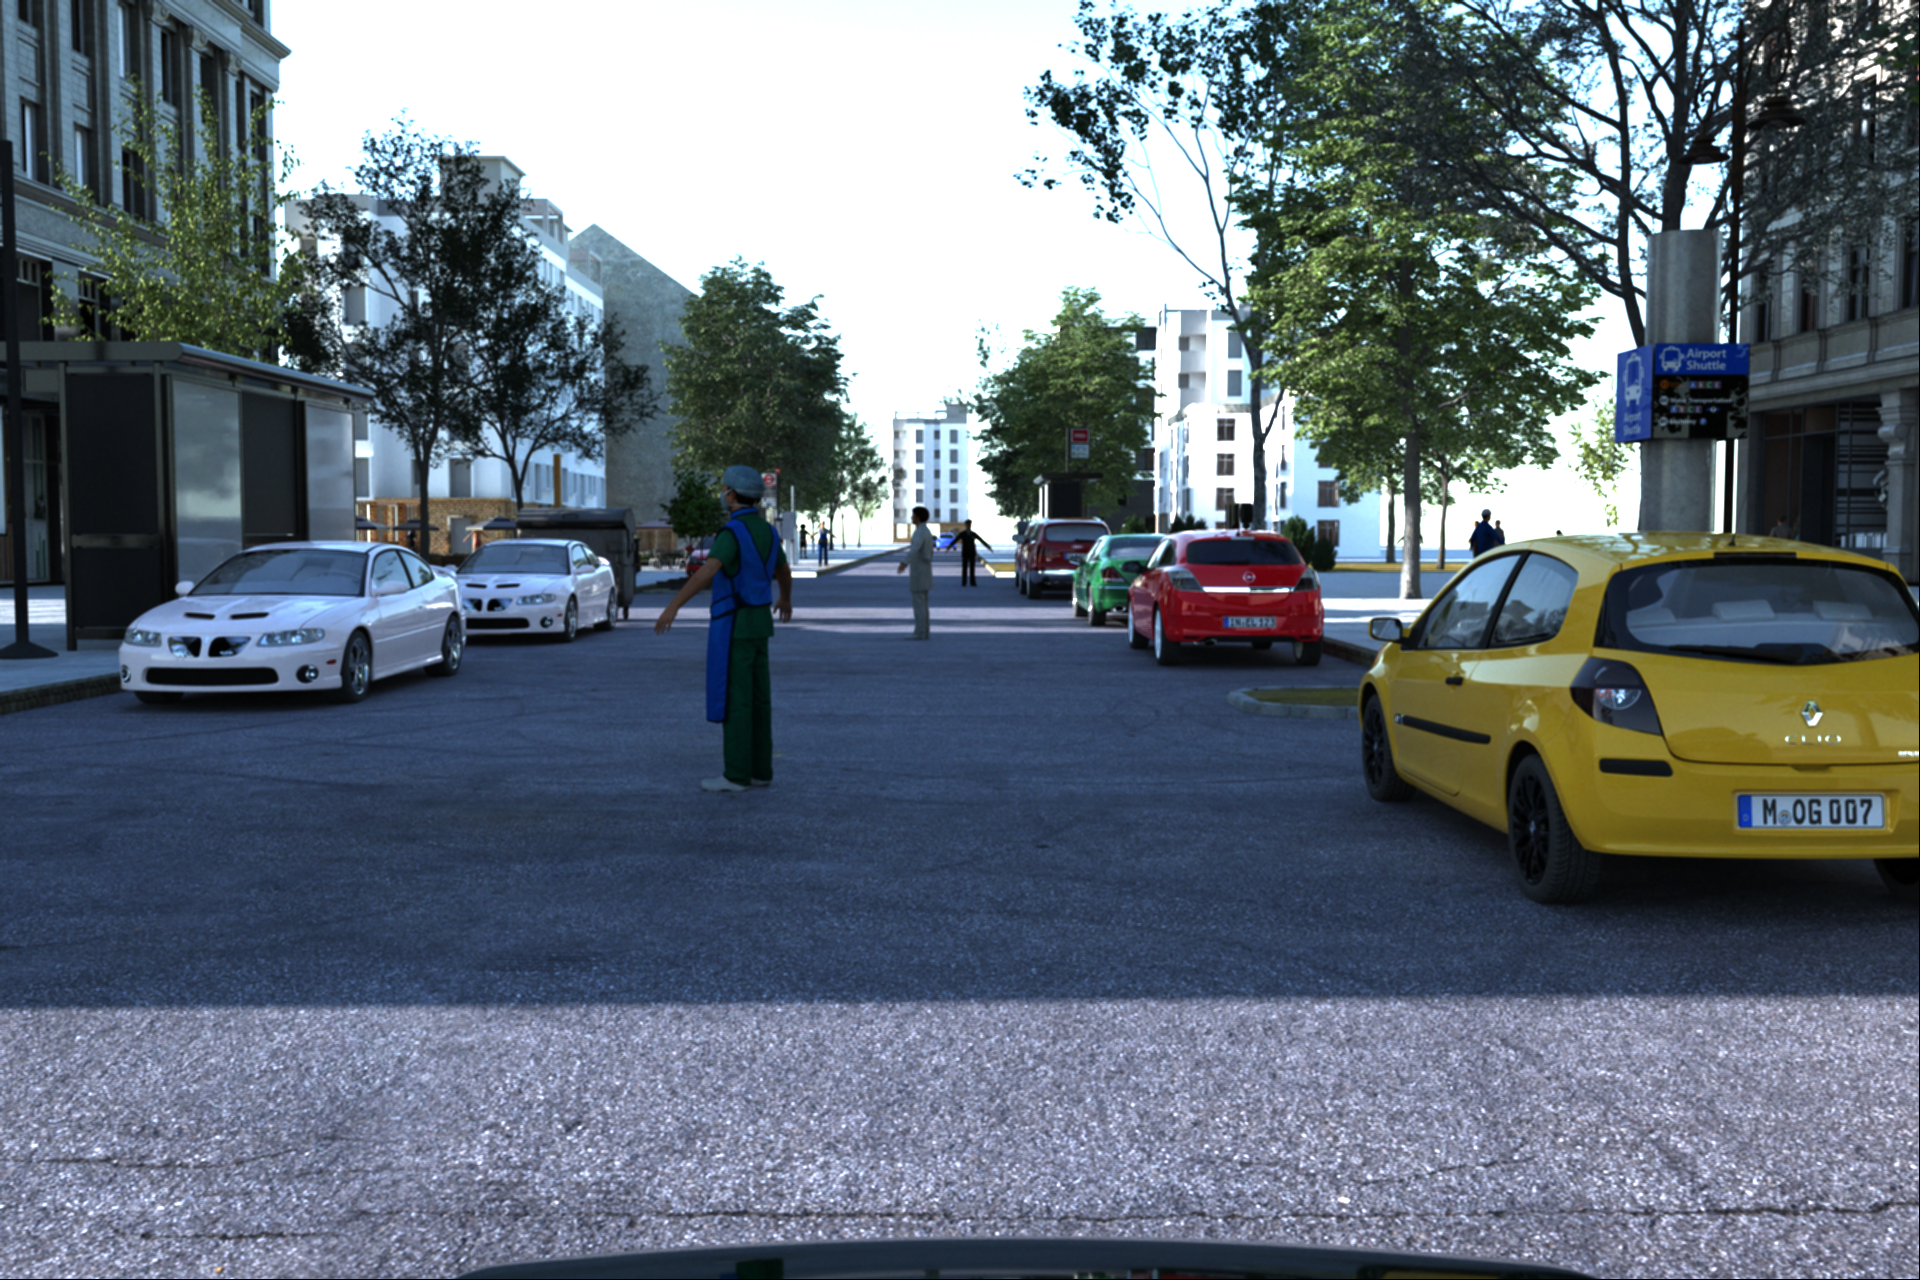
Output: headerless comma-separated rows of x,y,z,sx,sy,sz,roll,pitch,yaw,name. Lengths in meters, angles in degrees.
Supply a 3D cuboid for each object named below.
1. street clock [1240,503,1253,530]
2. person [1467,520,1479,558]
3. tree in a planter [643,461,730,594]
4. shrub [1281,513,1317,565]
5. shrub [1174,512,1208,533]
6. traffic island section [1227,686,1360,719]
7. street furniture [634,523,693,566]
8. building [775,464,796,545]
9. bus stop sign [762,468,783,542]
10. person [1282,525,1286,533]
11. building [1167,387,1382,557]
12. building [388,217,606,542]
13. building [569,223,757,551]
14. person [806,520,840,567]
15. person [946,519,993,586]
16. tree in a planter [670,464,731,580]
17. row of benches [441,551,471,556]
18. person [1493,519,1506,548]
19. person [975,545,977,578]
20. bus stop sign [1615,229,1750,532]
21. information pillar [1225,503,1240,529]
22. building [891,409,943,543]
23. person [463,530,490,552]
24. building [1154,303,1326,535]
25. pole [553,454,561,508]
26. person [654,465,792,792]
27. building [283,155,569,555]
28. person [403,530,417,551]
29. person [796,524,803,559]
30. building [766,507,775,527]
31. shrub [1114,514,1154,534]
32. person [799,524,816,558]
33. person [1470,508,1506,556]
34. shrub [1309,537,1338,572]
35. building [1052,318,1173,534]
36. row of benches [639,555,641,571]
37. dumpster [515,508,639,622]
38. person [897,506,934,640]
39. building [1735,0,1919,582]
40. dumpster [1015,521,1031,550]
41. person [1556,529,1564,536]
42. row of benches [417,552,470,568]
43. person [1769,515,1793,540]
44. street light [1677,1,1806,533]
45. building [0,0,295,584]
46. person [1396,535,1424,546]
6.669,-2.190,40.371,0.358,2.002,0.471,0,4,-1,street clock
19.694,-3.665,66.142,0.704,1.802,1.346,3,4,36,person
-6.568,-2.748,42.156,1.991,3.239,1.994,0,4,0,tree in a planter
12.127,-3.563,62.678,1.690,2.028,1.600,0,3,0,shrub
7.946,-3.362,59.395,1.690,2.028,1.600,0,3,0,shrub
3.273,0.518,14.397,1.991,0.108,1.994,0,4,-1,traffic island section
-14.568,-3.980,71.931,11.010,1.723,9.812,1,4,14,street furniture
-26.052,-21.617,209.855,16.016,20.090,11.380,0,4,0,building
-7.518,-4.942,69.510,0.855,3.939,0.416,0,4,1,bus stop sign
17.358,-5.247,91.913,0.705,1.813,1.348,-3,4,-38,person
19.505,-10.377,111.811,9.099,9.664,28.070,0,4,0,building
-29.044,-15.194,104.840,16.016,20.090,11.380,0,4,0,building
-25.934,-18.400,131.776,19.493,23.208,18.063,0,4,-1,building
-5.408,-3.827,68.432,1.347,1.847,0.705,0,4,-7,person
0.246,-2.401,47.656,1.347,1.837,0.705,-1,4,-12,person
-6.637,-2.887,44.432,1.991,3.239,1.994,0,3,0,tree in a planter
-16.659,-2.818,61.531,4.104,0.672,1.422,2,4,27,row of benches
17.458,-3.051,56.473,0.990,1.755,0.434,-2,4,-35,person
0.487,-2.738,56.484,0.599,1.433,0.991,0,4,-3,person
6.363,-1.609,15.326,0.837,3.901,0.837,0,4,0,bus stop sign
6.447,-2.231,40.970,0.304,2.012,0.304,0,3,0,information pillar
-9.630,-24.127,253.358,11.380,20.090,16.016,-1,4,-9,building
-21.301,-4.256,76.396,1.217,1.733,0.721,-2,4,-35,person
21.225,-17.499,142.520,16.016,20.090,11.380,0,4,-1,building
-10.263,-3.081,44.212,0.158,3.312,0.155,0,3,0,pole
-1.250,-0.072,9.759,0.704,1.817,1.347,2,4,24,person
-27.655,-14.158,87.903,16.016,20.090,11.380,0,4,-1,building
-24.475,-4.304,77.084,0.721,1.740,1.216,-3,5,-40,person
-8.296,-4.997,87.970,0.705,1.796,1.348,-1,4,-22,person
-30.161,-21.797,187.315,19.493,23.208,18.063,0,4,-1,building
6.566,-3.772,65.714,1.661,2.075,1.752,0,3,0,shrub
-8.261,-5.210,91.323,1.345,1.843,0.704,1,4,10,person
11.499,-1.954,37.820,0.705,1.842,1.347,-1,4,-19,person
12.408,-2.937,59.130,1.383,1.207,1.383,0,3,0,shrub
23.317,-20.542,179.837,27.936,21.610,32.646,0,3,0,building
-12.882,-2.667,59.073,4.104,0.672,1.422,-3,4,-37,row of benches
-6.325,-1.247,28.603,1.865,1.857,1.264,0,3,0,dumpster
-0.569,-0.917,23.631,0.705,1.806,1.347,1,4,14,person
27.253,-12.198,49.400,10.553,20.879,40.483,0,4,0,building
2.774,-2.988,57.072,1.865,1.857,1.264,0,4,-2,dumpster
19.027,-2.776,54.661,0.421,1.427,0.697,-1,4,-15,person
-17.864,-2.598,57.948,4.104,0.672,1.422,2,4,29,row of benches
20.771,-2.283,43.896,0.617,1.759,0.750,1,4,19,person
7.021,-2.627,15.738,0.468,5.910,1.993,0,4,-1,street light
-28.364,-16.246,45.218,16.754,29.471,25.880,0,4,-1,building
14.443,-2.984,55.547,0.721,1.744,1.215,-2,4,-29,person
